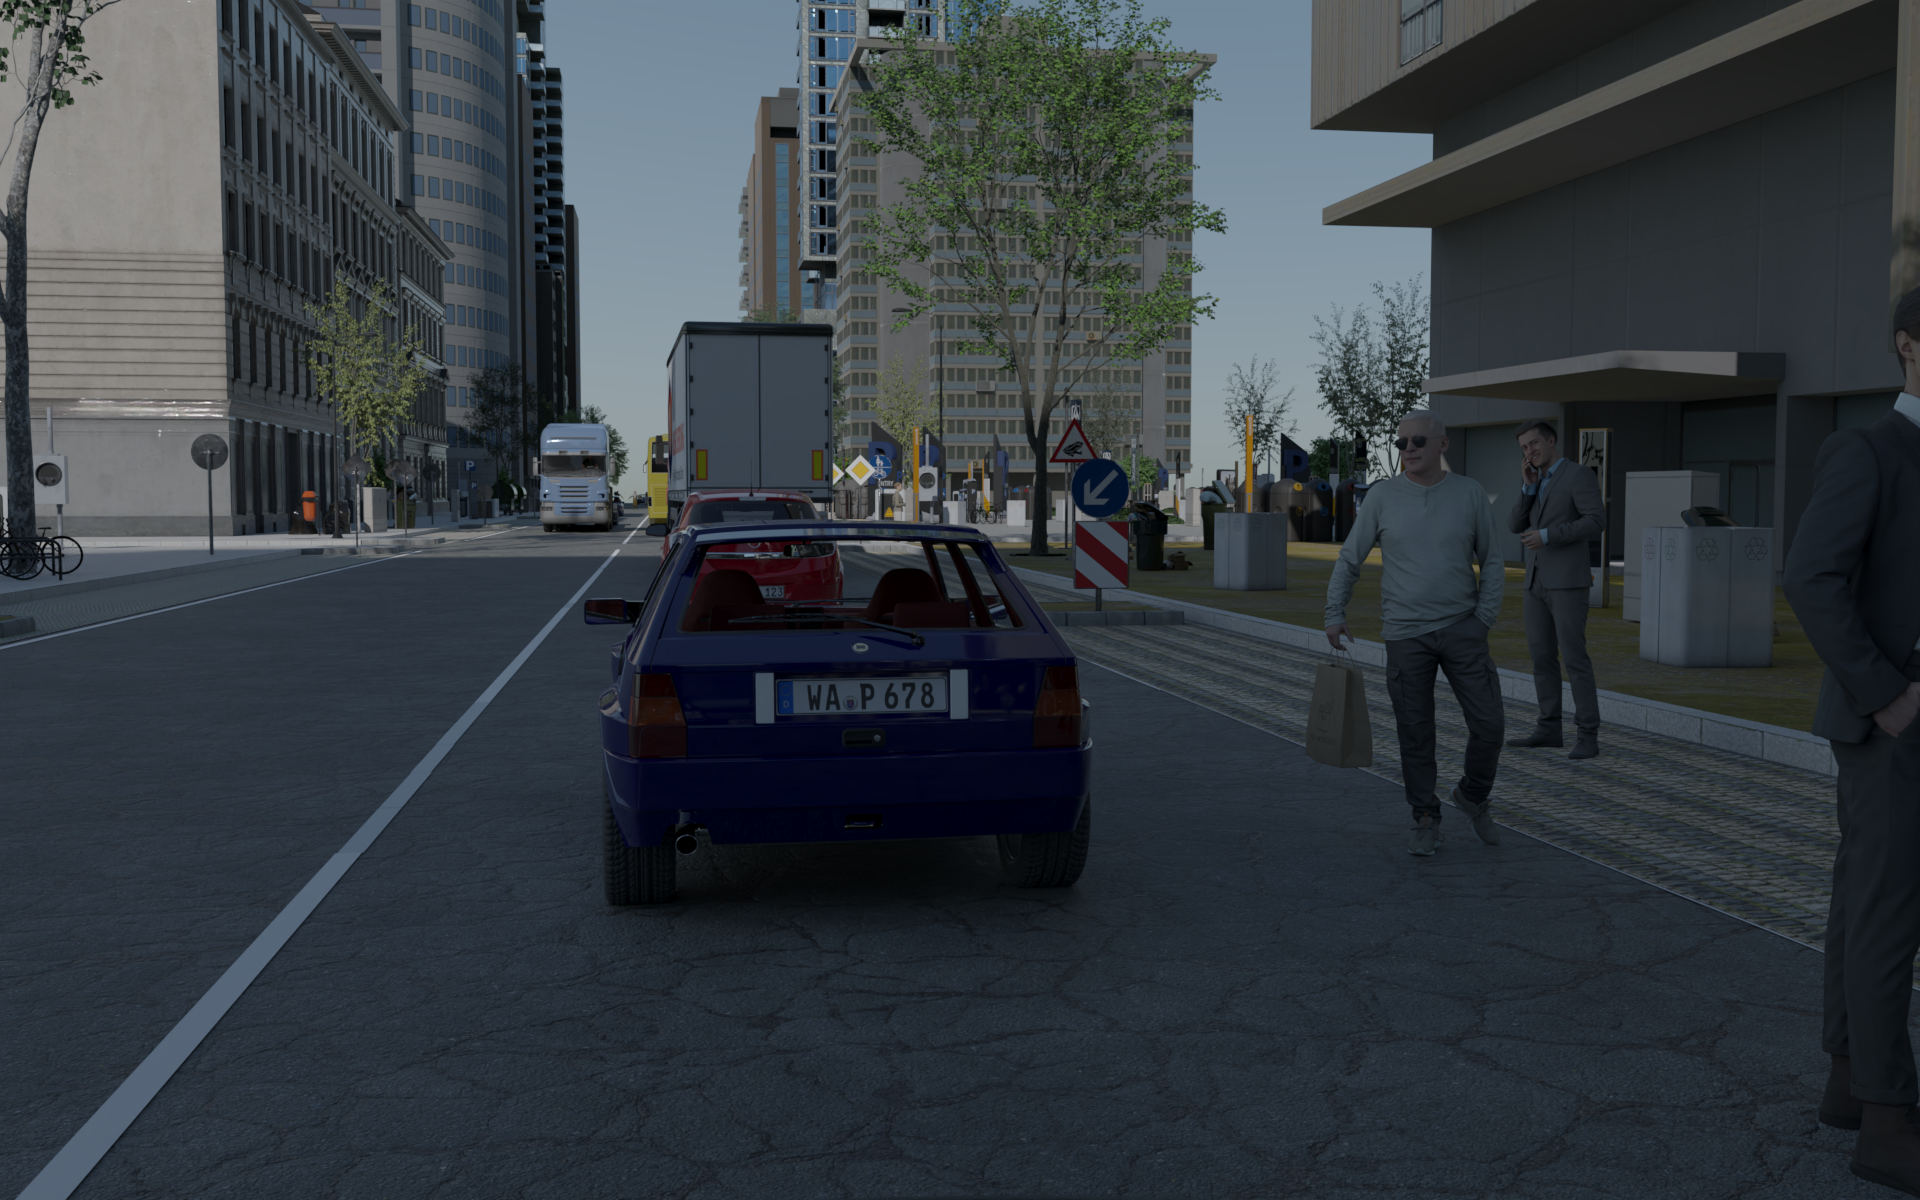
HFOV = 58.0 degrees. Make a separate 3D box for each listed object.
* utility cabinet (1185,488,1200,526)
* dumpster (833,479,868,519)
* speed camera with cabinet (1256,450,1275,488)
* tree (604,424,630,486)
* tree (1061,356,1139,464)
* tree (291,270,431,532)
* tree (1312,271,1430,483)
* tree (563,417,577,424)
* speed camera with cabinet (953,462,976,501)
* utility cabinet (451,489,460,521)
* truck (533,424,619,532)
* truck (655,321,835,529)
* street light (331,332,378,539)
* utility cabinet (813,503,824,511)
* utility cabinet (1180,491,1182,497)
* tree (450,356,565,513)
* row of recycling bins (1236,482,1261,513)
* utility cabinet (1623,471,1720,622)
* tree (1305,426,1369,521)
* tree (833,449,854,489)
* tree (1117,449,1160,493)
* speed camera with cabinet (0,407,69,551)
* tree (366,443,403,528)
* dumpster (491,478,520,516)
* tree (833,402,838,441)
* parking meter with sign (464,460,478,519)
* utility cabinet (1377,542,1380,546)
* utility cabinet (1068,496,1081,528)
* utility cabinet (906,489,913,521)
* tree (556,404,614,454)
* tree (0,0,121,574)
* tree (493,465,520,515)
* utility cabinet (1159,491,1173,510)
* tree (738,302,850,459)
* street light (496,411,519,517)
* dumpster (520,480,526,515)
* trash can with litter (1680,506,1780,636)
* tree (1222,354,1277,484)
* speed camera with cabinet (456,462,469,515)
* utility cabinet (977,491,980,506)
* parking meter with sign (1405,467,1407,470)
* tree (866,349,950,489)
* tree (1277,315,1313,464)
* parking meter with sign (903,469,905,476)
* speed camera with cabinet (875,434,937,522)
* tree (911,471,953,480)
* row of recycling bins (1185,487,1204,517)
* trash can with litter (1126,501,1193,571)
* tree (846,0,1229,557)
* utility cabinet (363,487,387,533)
[{"bbox_3d":[9.301,-3.697,69.121,0.318,1.500,1.173,0,4,-7],"label":"utility cabinet"},{"bbox_3d":[-4.141,-3.699,66.235,1.264,1.857,1.865,-1,4,-10],"label":"dumpster"},{"bbox_3d":[14.299,-5.164,78.772,2.038,3.252,0.660,-3,5,-44],"label":"speed camera with cabinet"},{"bbox_3d":[-56.606,-22.039,278.462,7.486,12.596,7.792,0,3,0],"label":"tree"},{"bbox_3d":[7.649,-8.639,91.613,4.360,8.622,3.978,0,3,0],"label":"tree"},{"bbox_3d":[-19.960,-6.579,57.927,4.737,8.622,4.395,0,3,0],"label":"tree"},{"bbox_3d":[14.414,-6.576,57.887,4.360,8.622,3.978,0,3,0],"label":"tree"},{"bbox_3d":[-37.815,-13.271,167.335,4.360,8.622,3.978,0,3,0],"label":"tree"},{"bbox_3d":[0.264,-6.880,106.831,0.660,3.252,2.038,-2,4,-27],"label":"speed camera with cabinet"},{"bbox_3d":[-23.435,-4.392,80.493,0.318,1.500,1.173,-1,4,-11],"label":"utility cabinet"},{"bbox_3d":[-15.640,-5.032,72.027,2.967,4.110,18.799,-1,4,-10],"label":"truck"},{"bbox_3d":[-4.385,-2.745,33.802,2.839,4.237,11.283,-1,4,-11],"label":"truck"},{"bbox_3d":[-17.392,-4.724,49.778,1.470,5.913,1.316,-1,4,-10],"label":"street light"},{"bbox_3d":[-6.888,-4.317,81.744,1.020,1.237,0.306,2,4,29],"label":"utility cabinet"},{"bbox_3d":[15.333,-6.946,122.253,0.318,1.500,1.173,2,4,28],"label":"utility cabinet"},{"bbox_3d":[-30.210,-11.111,116.085,8.767,10.594,7.601,1,4,14],"label":"tree"},{"bbox_3d":[10.063,-3.117,58.078,3.534,1.692,1.069,-2,4,-23],"label":"row of recycling bins"},{"bbox_3d":[6.922,-0.501,16.865,0.318,1.500,1.173,-1,4,-8],"label":"utility cabinet"},{"bbox_3d":[18.140,-6.139,84.094,4.285,4.588,4.351,0,3,0],"label":"tree"},{"bbox_3d":[-4.840,-4.652,70.668,1.663,3.219,1.824,0,3,0],"label":"tree"},{"bbox_3d":[12.764,-8.641,124.997,4.285,4.588,4.351,0,3,0],"label":"tree"},{"bbox_3d":[-21.310,-2.739,39.113,2.038,3.252,0.660,-1,4,-19],"label":"speed camera with cabinet"},{"bbox_3d":[-21.886,-4.339,65.551,1.663,3.219,1.824,0,3,0],"label":"tree"},{"bbox_3d":[-26.851,-6.070,101.732,1.502,2.255,1.985,-1,4,-10],"label":"dumpster"},{"bbox_3d":[-9.649,-9.448,104.843,4.360,8.622,3.978,0,3,0],"label":"tree"},{"bbox_3d":[-24.907,-5.642,88.506,0.543,3.016,1.738,-2,4,-23],"label":"parking meter with sign"},{"bbox_3d":[10.718,-1.919,42.546,0.306,1.237,1.020,-2,4,-33],"label":"utility cabinet"},{"bbox_3d":[4.258,-3.286,64.892,0.306,1.237,1.020,-1,4,-15],"label":"utility cabinet"},{"bbox_3d":[-2.170,-4.458,81.560,0.318,1.500,1.173,-3,5,-42],"label":"utility cabinet"},{"bbox_3d":[-43.337,-16.677,198.424,9.928,11.665,9.643,0,3,0],"label":"tree"},{"bbox_3d":[-16.542,-10.527,28.007,12.611,20.169,13.585,0,3,0],"label":"tree"},{"bbox_3d":[-27.693,-6.736,104.742,1.663,3.219,1.824,0,3,0],"label":"tree"},{"bbox_3d":[13.660,-6.520,115.273,1.173,1.500,0.318,-2,4,-24],"label":"utility cabinet"},{"bbox_3d":[-11.455,-12.710,114.463,9.857,13.997,8.962,0,3,0],"label":"tree"},{"bbox_3d":[-25.345,-7.607,96.916,1.470,5.913,1.316,-1,4,-10],"label":"street light"},{"bbox_3d":[-28.061,-6.497,108.725,1.502,2.255,1.985,-1,4,-10],"label":"dumpster"},{"bbox_3d":[6.835,-0.239,15.295,0.624,1.170,1.055,-1,4,-12],"label":"trash can with litter"},{"bbox_3d":[15.687,-8.653,91.836,4.360,8.622,3.978,0,3,0],"label":"tree"},{"bbox_3d":[-30.019,-6.754,104.766,0.660,3.252,2.038,-2,4,-24],"label":"speed camera with cabinet"},{"bbox_3d":[1.055,-7.351,128.866,0.318,1.500,1.173,-2,4,-34],"label":"utility cabinet"},{"bbox_3d":[27.399,-6.683,105.525,0.543,3.016,1.738,0,4,-7],"label":"parking meter with sign"},{"bbox_3d":[-2.736,-8.480,89.013,4.737,8.622,4.395,0,3,0],"label":"tree"},{"bbox_3d":[15.129,-7.076,66.057,4.360,8.622,3.978,0,3,0],"label":"tree"},{"bbox_3d":[-4.258,-7.573,120.076,0.543,3.016,1.738,1,4,12],"label":"parking meter with sign"},{"bbox_3d":[-1.768,-3.846,57.220,2.038,3.252,0.660,0,4,0],"label":"speed camera with cabinet"},{"bbox_3d":[-1.431,-5.043,77.053,1.663,3.219,1.824,0,3,0],"label":"tree"},{"bbox_3d":[14.019,-5.637,99.278,1.069,1.692,3.534,-1,4,-21],"label":"row of recycling bins"},{"bbox_3d":[3.369,-1.088,29.181,1.055,1.170,0.624,-2,4,-29],"label":"trash can with litter"},{"bbox_3d":[1.569,-6.702,35.341,9.928,11.665,9.643,0,3,0],"label":"tree"},{"bbox_3d":[-19.339,-2.976,57.333,0.318,1.500,1.173,0,4,4],"label":"utility cabinet"}]
